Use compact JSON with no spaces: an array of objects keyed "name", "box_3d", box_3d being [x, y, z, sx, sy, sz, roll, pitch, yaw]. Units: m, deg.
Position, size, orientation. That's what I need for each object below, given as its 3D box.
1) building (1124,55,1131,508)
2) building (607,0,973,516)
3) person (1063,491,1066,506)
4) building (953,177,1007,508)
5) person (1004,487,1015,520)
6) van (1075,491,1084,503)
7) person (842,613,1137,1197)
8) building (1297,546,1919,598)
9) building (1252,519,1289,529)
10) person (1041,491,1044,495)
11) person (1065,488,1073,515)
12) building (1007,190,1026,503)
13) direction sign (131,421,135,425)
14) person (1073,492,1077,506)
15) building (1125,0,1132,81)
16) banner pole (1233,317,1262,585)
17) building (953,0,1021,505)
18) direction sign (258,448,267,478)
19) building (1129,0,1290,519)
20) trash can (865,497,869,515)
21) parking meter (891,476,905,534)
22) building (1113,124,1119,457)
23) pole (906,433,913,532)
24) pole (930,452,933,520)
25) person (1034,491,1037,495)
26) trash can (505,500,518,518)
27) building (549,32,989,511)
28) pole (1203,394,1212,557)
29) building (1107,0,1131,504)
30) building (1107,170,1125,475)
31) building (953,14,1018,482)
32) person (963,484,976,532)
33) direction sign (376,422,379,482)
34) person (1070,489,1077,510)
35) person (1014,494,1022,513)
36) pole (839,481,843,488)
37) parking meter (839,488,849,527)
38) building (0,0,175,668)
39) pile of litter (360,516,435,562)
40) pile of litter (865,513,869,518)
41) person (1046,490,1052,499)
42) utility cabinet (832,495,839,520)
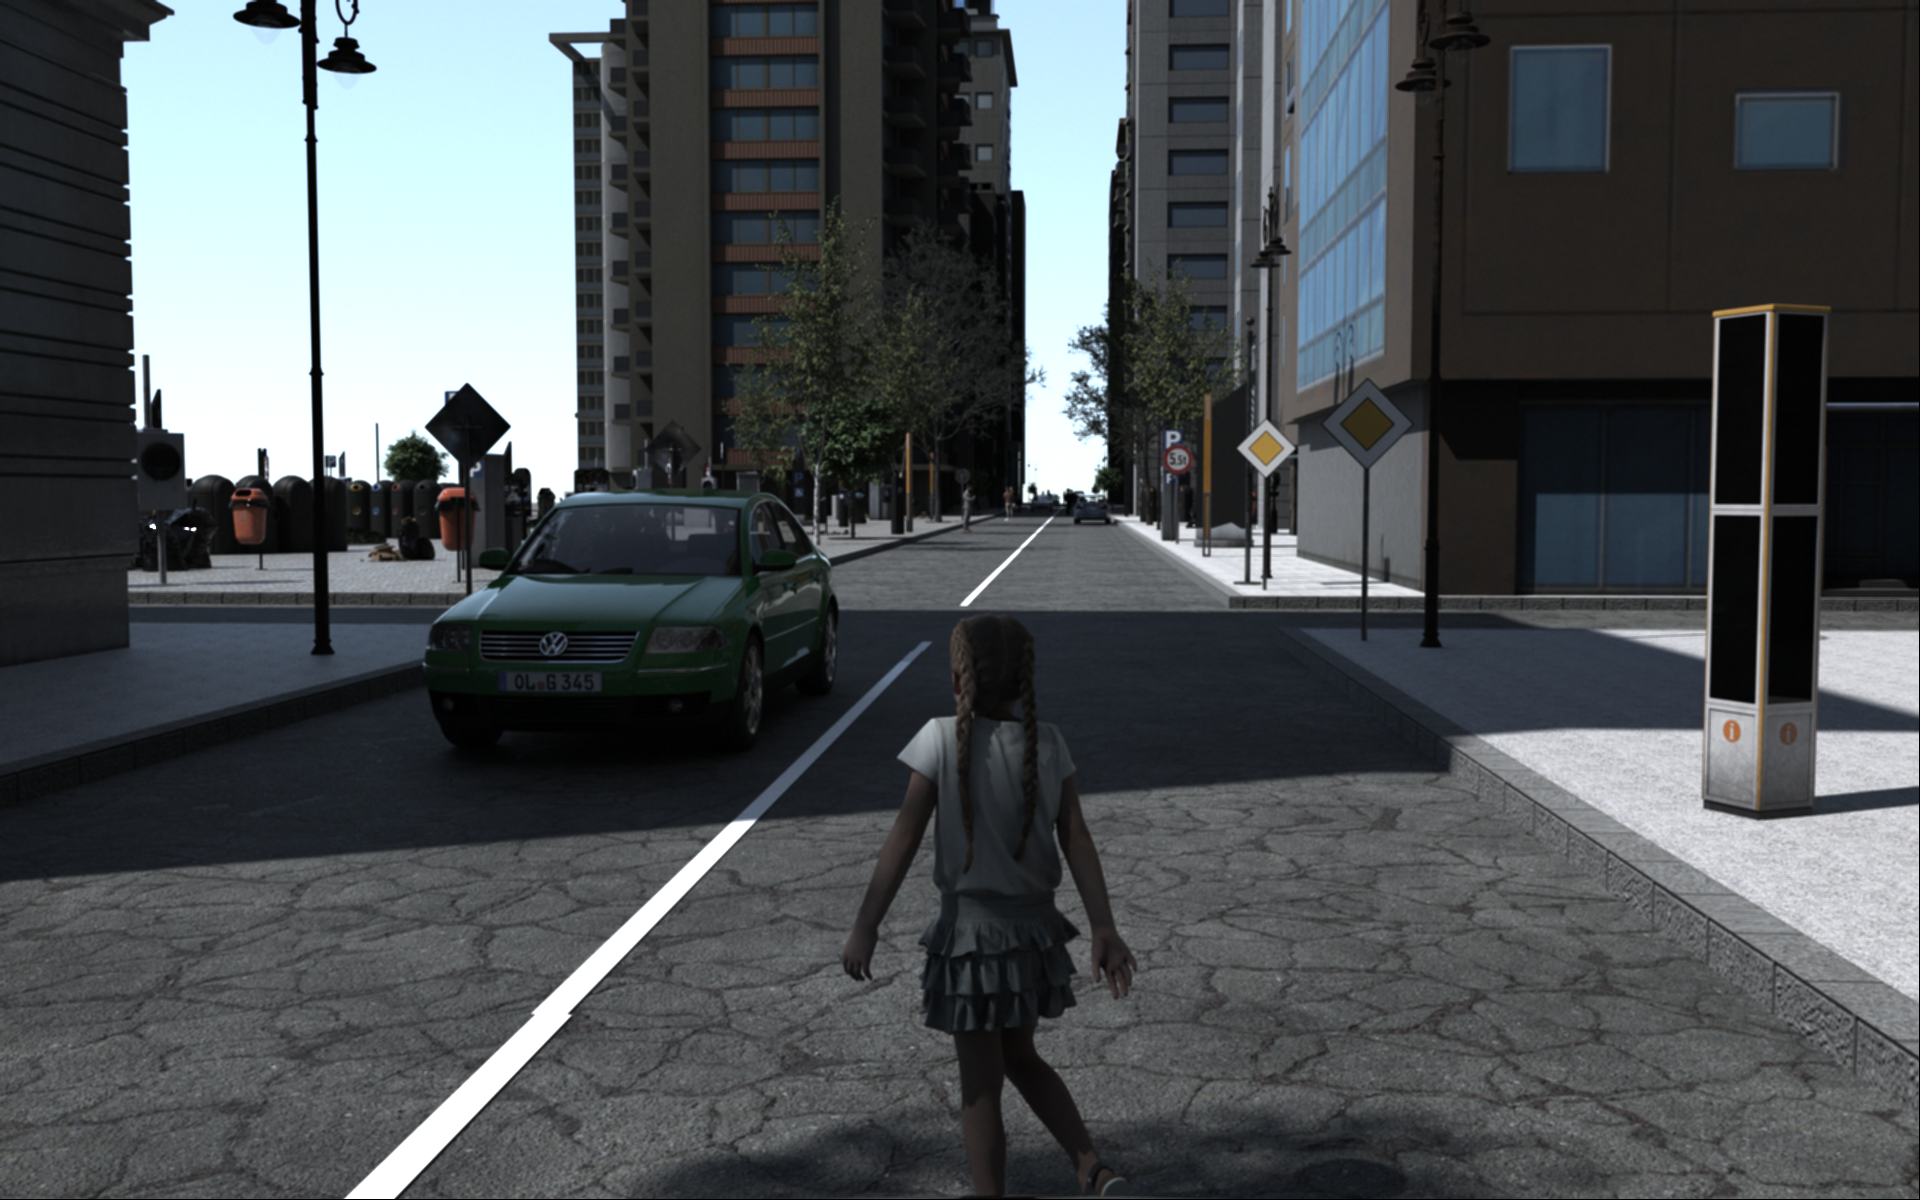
[{"name":"building","box_3d":[22.709,-29.424,164.672,14.154,41.232,14.086,0,4,4]},{"name":"building","box_3d":[-10.648,-28.076,113.660,22.147,44.769,28.867,0,4,4]},{"name":"person","box_3d":[12.589,-12.207,208.108,0.705,1.821,1.348,1,4,13]},{"name":"building","box_3d":[-2.924,-23.768,160.307,14.160,30.474,14.107,0,4,4]},{"name":"person","box_3d":[2.714,-5.245,94.236,0.573,1.828,0.580,3,4,38]},{"name":"van","box_3d":[16.162,-13.962,235.283,2.013,2.044,4.112,0,4,3]},{"name":"person","box_3d":[0.051,0.633,3.161,0.505,1.210,0.382,-2,4,-24]},{"name":"building","box_3d":[13.109,-23.025,26.570,14.200,45.320,14.600,0,4,4]},{"name":"building","box_3d":[22.648,-32.566,74.458,21.231,58.520,28.212,0,4,4]},{"name":"person","box_3d":[9.693,-11.815,201.756,0.705,1.814,1.350,-1,4,-23]},{"name":"person","box_3d":[7.509,-6.803,119.699,0.705,1.831,1.348,2,4,25]},{"name":"building","box_3d":[2.310,-36.610,248.685,14.600,45.320,14.200,0,4,4]},{"name":"direction sign","box_3d":[-24.034,-3.552,50.068,0.379,3.537,0.876,0,3,0]},{"name":"person","box_3d":[13.272,-11.812,202.349,1.217,1.736,0.721,-3,4,-38]},{"name":"building","box_3d":[24.734,-29.837,142.455,22.147,44.769,28.867,0,4,4]},{"name":"banner pole","box_3d":[4.085,-2.098,24.320,0.401,3.779,0.863,0,4,2]},{"name":"building","box_3d":[-2.964,-55.810,225.170,22.319,86.520,31.000,0,4,4]},{"name":"direction sign","box_3d":[-34.416,-5.720,85.523,0.379,3.537,0.876,0,4,5]},{"name":"building","box_3d":[21.745,-34.948,113.400,21.231,58.520,28.212,0,4,4]},{"name":"trash can","box_3d":[-5.031,-5.143,95.749,0.748,1.137,0.748,0,3,0]},{"name":"parking meter","box_3d":[-1.976,-3.027,55.202,0.399,1.863,0.255,-3,5,-42]},{"name":"building","box_3d":[28.857,-33.287,198.872,22.147,44.769,28.867,0,4,4]},{"name":"pole","box_3d":[-1.697,-3.933,58.143,0.158,3.312,0.155,0,3,0]},{"name":"pole","box_3d":[-1.389,-5.571,84.932,0.158,3.312,0.155,0,3,0]},{"name":"person","box_3d":[8.519,-11.354,194.812,0.551,1.740,0.621,2,4,25]},{"name":"trash can","box_3d":[-10.276,-1.658,38.763,0.748,1.137,0.748,0,3,0]},{"name":"building","box_3d":[-14.042,-27.443,140.582,32.217,40.220,23.993,0,4,4]},{"name":"pole","box_3d":[5.056,-2.542,35.403,0.158,3.312,0.155,0,3,0]},{"name":"building","box_3d":[29.573,-47.983,222.765,20.563,71.187,20.611,0,4,4]},{"name":"building","box_3d":[31.827,-38.005,245.090,21.300,48.544,21.600,0,4,4]},{"name":"building","box_3d":[-8.205,-37.179,197.116,28.713,52.752,27.495,0,4,4]},{"name":"person","box_3d":[0.359,-3.473,65.463,0.466,1.800,0.511,0,4,8]},{"name":"direction sign","box_3d":[-18.545,-3.865,55.194,0.379,3.537,0.876,-1,4,-16]},{"name":"person","box_3d":[10.280,-9.298,160.153,1.348,1.869,0.705,3,4,36]},{"name":"person","box_3d":[4.462,-7.437,133.320,0.697,1.427,0.421,2,4,26]},{"name":"pole","box_3d":[-4.859,-4.712,70.885,0.158,3.312,0.155,0,3,0]},{"name":"parking meter","box_3d":[-4.517,-3.602,67.309,0.372,1.533,0.369,0,3,0]},{"name":"building","box_3d":[-17.012,-10.606,9.559,21.152,22.565,11.583,0,4,4]},{"name":"pile of litter","box_3d":[-10.901,-1.197,33.532,1.176,0.858,1.719,3,4,38]},{"name":"pile of litter","box_3d":[-5.459,-4.865,93.500,1.719,0.858,1.176,-2,4,-35]},{"name":"person","box_3d":[8.822,-10.100,173.262,0.705,1.869,1.348,3,5,43]},{"name":"utility cabinet","box_3d":[-6.052,-4.640,87.025,0.306,1.237,1.020,2,4,28]}]
